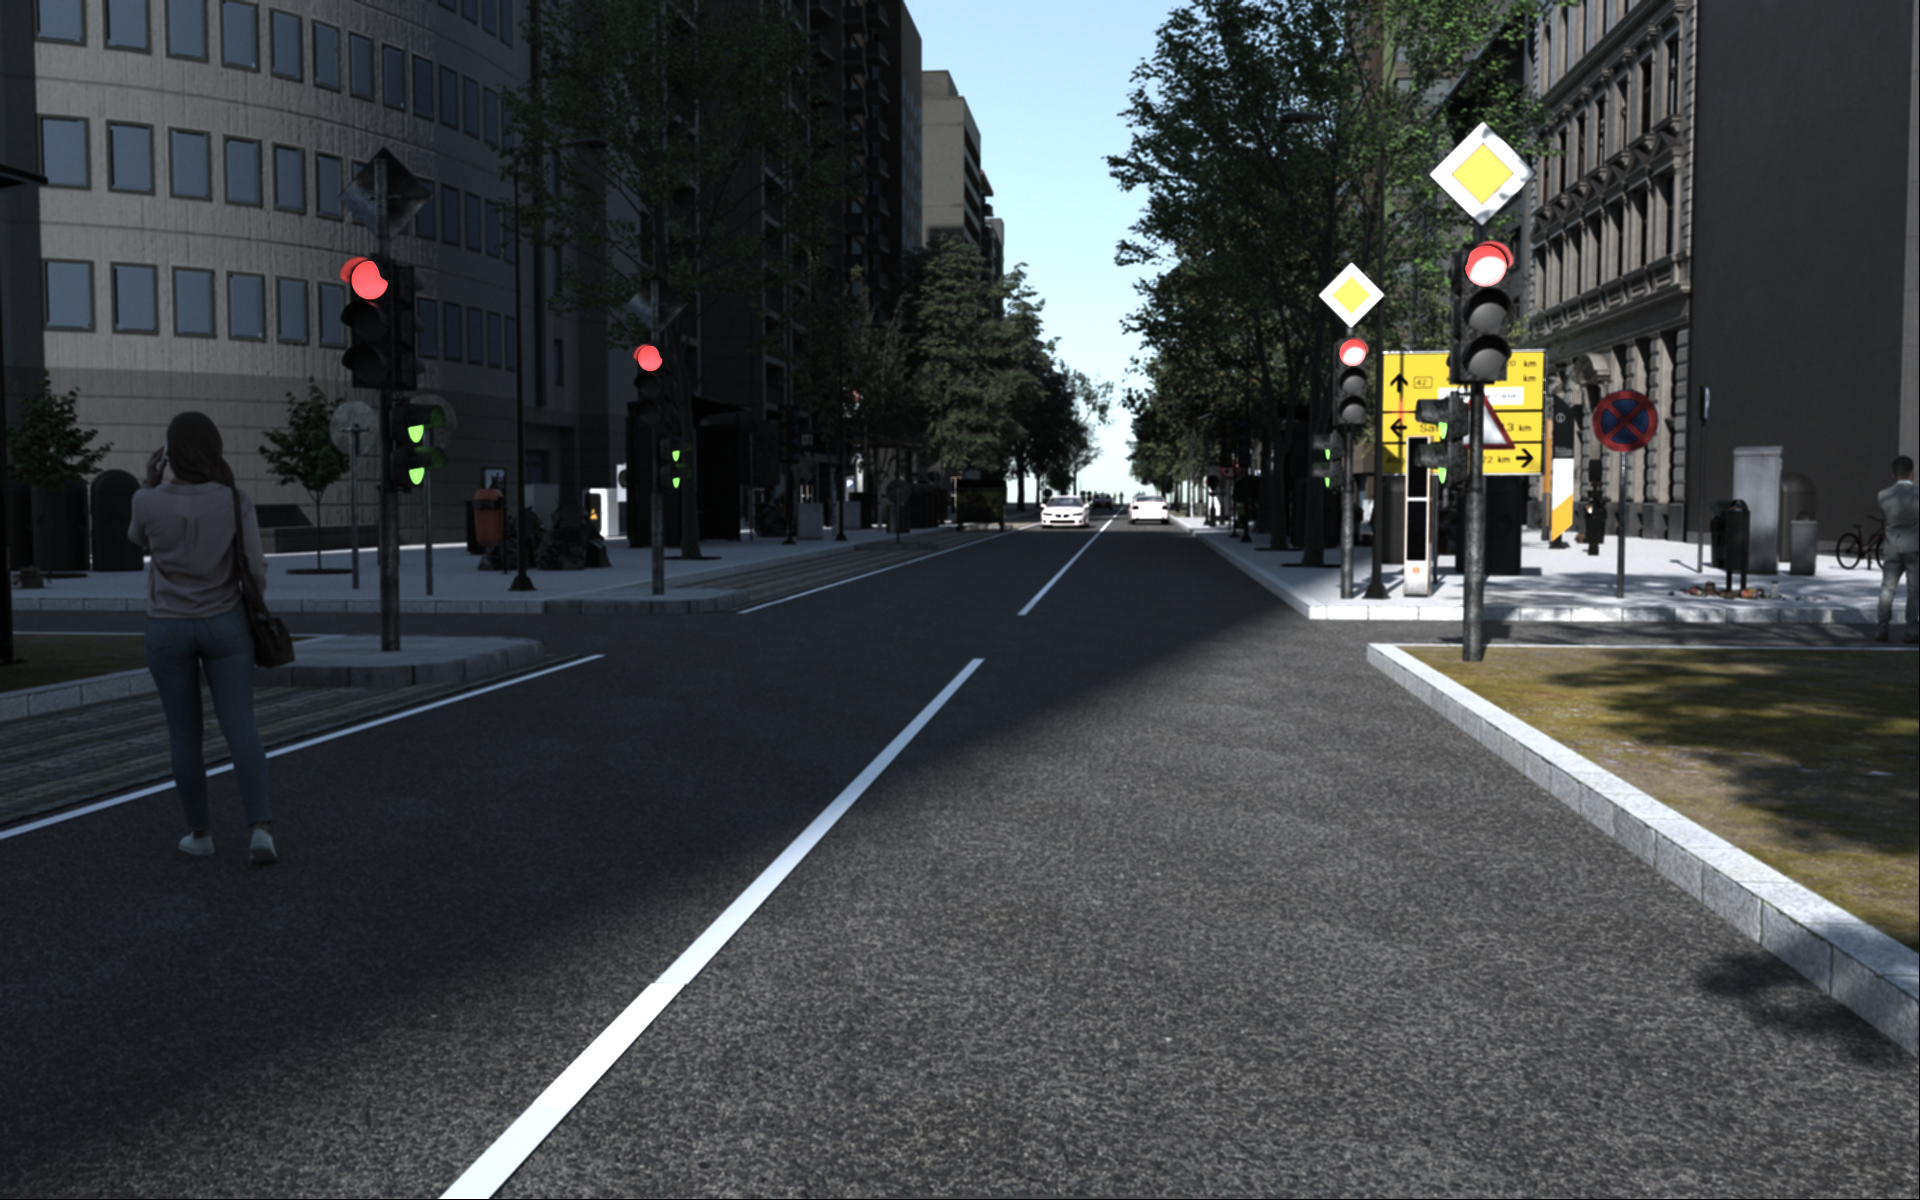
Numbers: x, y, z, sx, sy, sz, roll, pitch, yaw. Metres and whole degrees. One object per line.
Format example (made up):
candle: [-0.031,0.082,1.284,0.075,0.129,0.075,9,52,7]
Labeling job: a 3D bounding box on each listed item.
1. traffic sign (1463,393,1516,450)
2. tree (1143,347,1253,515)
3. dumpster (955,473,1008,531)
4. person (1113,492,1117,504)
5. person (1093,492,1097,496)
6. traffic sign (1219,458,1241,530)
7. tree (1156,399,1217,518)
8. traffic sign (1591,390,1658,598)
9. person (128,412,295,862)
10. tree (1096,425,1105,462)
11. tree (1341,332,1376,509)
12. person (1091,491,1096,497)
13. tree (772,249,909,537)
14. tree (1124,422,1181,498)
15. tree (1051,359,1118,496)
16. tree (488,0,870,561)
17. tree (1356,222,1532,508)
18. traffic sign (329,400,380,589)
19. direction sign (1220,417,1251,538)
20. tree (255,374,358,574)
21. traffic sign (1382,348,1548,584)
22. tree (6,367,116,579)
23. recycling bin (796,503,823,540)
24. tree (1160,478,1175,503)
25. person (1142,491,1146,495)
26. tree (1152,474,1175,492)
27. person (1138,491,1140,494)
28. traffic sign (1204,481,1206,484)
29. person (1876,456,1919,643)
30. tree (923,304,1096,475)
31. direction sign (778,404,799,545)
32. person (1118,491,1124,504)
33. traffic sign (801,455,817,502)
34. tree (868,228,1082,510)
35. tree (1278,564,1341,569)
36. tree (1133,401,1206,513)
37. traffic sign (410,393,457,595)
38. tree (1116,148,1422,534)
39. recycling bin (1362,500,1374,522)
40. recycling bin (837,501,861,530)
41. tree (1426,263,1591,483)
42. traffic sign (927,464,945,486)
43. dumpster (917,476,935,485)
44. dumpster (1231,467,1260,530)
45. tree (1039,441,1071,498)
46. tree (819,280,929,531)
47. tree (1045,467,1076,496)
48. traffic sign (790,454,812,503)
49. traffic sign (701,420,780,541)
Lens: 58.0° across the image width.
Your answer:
traffic sign: [6.220,-1.276,20.860,0.884,2.594,0.081,0,4,6]
tree: [15.043,-11.421,104.852,7.486,12.596,7.792,0,3,0]
dumpster: [0.815,-3.757,66.381,1.985,2.255,1.502,0,4,6]
person: [22.233,-14.572,247.277,0.750,1.759,0.617,3,5,40]
person: [18.738,-13.986,237.990,1.217,1.723,0.721,-2,4,-29]
traffic sign: [9.602,-3.761,61.604,0.768,2.556,0.104,1,4,13]
tree: [12.717,-8.723,92.981,4.360,8.622,3.978,0,3,0]
traffic sign: [8.131,-1.293,21.251,0.768,2.556,0.104,1,4,15]
person: [-2.914,0.142,6.770,0.593,1.750,0.643,-2,4,-25]
tree: [13.602,-19.135,223.232,12.009,13.543,11.850,0,3,0]
tree: [14.386,-7.029,65.284,4.360,8.622,3.978,0,3,0]
person: [15.924,-12.031,205.741,0.750,1.759,0.617,0,4,-1]
tree: [-3.718,-6.205,51.810,4.737,8.622,4.395,0,3,0]
tree: [25.260,-18.913,215.877,9.857,13.997,8.962,0,3,0]
tree: [15.976,-23.532,240.643,12.611,20.169,13.585,0,3,0]
tree: [-5.449,-6.601,33.688,9.928,11.665,9.643,0,3,0]
tree: [13.074,-5.870,46.341,4.737,8.622,4.395,0,3,0]
traffic sign: [-8.197,-1.426,23.423,0.768,2.556,0.104,1,4,13]
direction sign: [8.133,-3.621,51.195,0.876,3.537,0.379,0,4,3]
tree: [-10.544,-2.045,28.032,1.663,3.219,1.824,0,3,0]
traffic sign: [7.077,-1.872,24.479,2.265,3.308,0.079,1,4,13]
tree: [-13.887,-1.958,26.620,1.663,3.219,1.824,0,3,0]
recycling bin: [-4.242,-2.217,48.810,0.722,1.027,0.722,-1,4,-9]
tree: [29.214,-15.520,248.353,1.663,3.219,1.824,0,3,0]
person: [25.179,-14.022,237.891,1.348,1.807,0.705,-1,4,-9]
tree: [28.329,-15.733,240.951,4.285,4.588,4.351,0,3,0]
person: [23.881,-13.596,230.878,1.350,1.814,0.705,0,4,1]
traffic sign: [13.086,-5.492,89.803,0.884,2.594,0.081,1,4,12]
person: [9.173,-0.495,16.780,0.511,1.800,0.466,3,4,36]
tree: [2.110,-12.282,111.177,12.009,13.543,11.850,0,3,0]
direction sign: [-4.350,-3.185,44.066,0.379,3.537,0.876,2,4,30]
person: [22.302,-14.139,239.755,0.705,1.814,1.350,-2,4,-34]
traffic sign: [-5.068,-3.478,56.969,0.768,2.556,0.104,1,4,13]
tree: [0.033,-10.761,82.591,9.857,13.997,8.962,0,3,0]
tree: [6.390,-6.382,30.104,9.928,11.665,9.643,0,3,0]
tree: [17.425,-12.427,137.596,8.767,10.594,7.601,2,4,29]
traffic sign: [-6.742,-1.335,21.932,0.768,2.556,0.104,1,4,8]
tree: [9.977,-8.510,56.153,9.611,12.733,9.660,0,3,0]
recycling bin: [18.928,-4.086,79.353,0.722,1.027,0.722,-1,4,-20]
recycling bin: [-4.044,-3.038,62.227,0.722,1.027,0.722,-2,4,-33]
tree: [17.002,-6.315,53.616,4.360,8.622,3.978,0,3,0]
traffic sign: [-1.041,-4.517,73.954,0.768,2.556,0.104,1,4,12]
dumpster: [-1.945,-5.423,91.160,1.502,2.255,1.985,0,4,6]
dumpster: [10.618,-3.707,63.101,1.502,2.255,1.985,0,4,6]
tree: [8.605,-13.546,171.844,4.360,8.622,3.978,0,3,0]
tree: [-2.790,-6.659,59.240,4.360,8.622,3.978,0,3,0]
tree: [11.133,-12.724,191.755,4.285,4.588,4.351,0,3,0]
traffic sign: [-5.216,-3.430,56.079,0.884,2.594,0.081,1,4,9]
traffic sign: [-6.067,-3.288,47.632,2.265,3.308,0.079,0,4,6]
